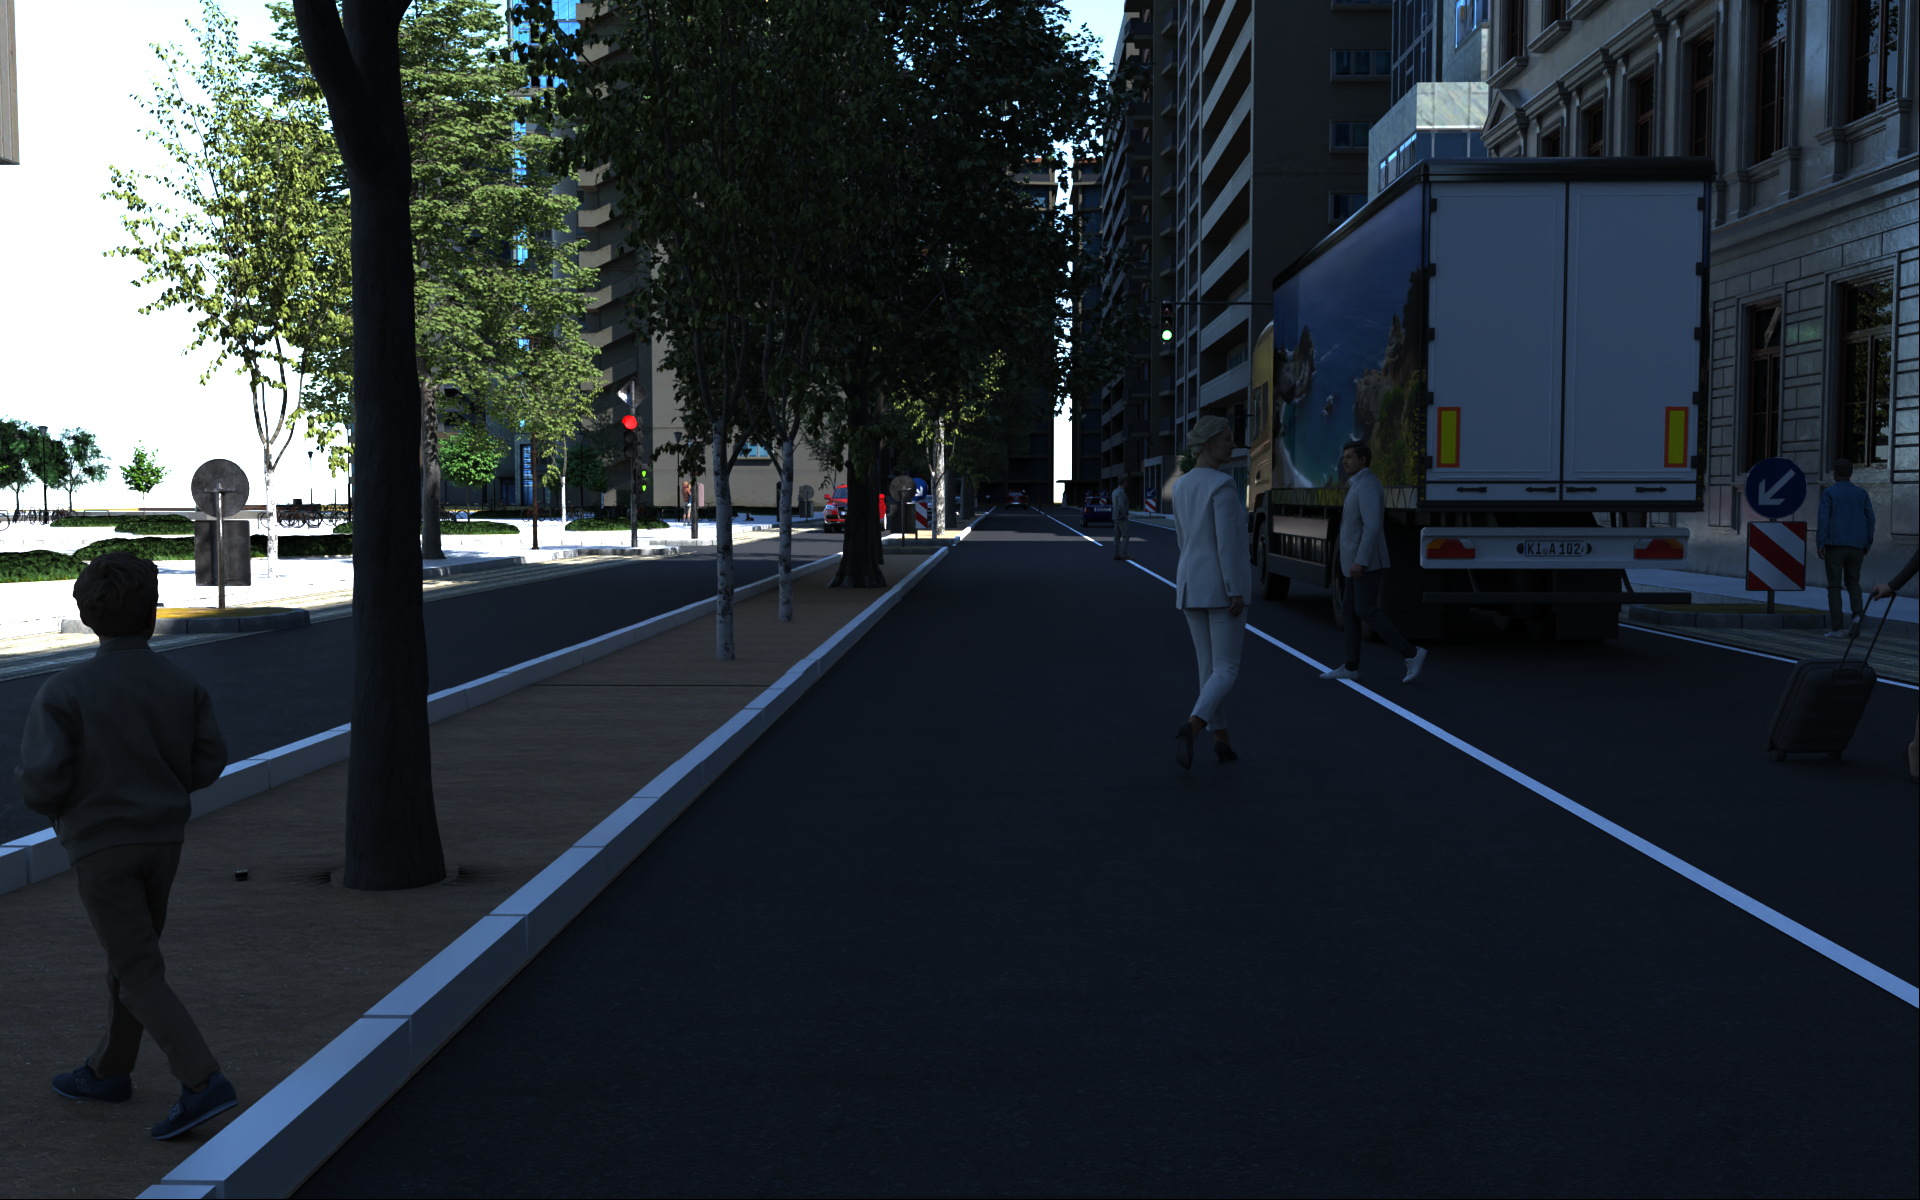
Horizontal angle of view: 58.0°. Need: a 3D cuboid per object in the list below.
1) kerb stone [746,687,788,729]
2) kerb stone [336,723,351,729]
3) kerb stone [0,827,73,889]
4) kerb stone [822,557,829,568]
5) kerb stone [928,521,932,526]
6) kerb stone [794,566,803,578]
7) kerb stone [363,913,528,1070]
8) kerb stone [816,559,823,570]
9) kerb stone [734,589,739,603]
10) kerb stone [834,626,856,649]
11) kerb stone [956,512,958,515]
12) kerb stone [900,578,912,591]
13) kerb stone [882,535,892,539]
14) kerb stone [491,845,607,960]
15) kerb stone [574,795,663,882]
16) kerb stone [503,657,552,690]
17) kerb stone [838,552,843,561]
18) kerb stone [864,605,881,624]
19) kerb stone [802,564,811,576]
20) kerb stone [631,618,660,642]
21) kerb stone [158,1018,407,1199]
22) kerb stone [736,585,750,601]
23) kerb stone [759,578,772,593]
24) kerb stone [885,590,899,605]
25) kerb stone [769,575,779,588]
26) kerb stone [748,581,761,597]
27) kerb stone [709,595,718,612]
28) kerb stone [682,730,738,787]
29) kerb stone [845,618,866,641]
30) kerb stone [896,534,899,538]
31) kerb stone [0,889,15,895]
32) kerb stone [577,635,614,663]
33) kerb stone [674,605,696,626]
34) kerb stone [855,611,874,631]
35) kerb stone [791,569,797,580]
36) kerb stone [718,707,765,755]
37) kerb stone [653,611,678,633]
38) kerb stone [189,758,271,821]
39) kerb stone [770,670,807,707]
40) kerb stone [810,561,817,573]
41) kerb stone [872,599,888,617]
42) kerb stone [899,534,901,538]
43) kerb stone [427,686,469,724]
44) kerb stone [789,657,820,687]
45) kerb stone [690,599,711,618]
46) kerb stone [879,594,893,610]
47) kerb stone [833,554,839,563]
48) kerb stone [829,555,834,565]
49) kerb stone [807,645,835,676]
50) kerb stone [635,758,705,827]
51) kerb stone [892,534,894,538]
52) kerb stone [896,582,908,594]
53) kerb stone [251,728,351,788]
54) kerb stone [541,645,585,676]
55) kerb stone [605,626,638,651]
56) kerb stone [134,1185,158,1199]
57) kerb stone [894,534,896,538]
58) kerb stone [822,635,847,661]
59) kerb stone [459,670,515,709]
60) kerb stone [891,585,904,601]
[{"bbox_3d":[-1.224,0.693,10.906,0.120,0.150,1.000,0,4,2],"label":"kerb stone"},{"bbox_3d":[-3.357,0.752,9.901,0.120,0.150,1.000,0,4,2],"label":"kerb stone"},{"bbox_3d":[-3.432,0.940,6.826,0.120,0.150,1.000,0,4,2],"label":"kerb stone"},{"bbox_3d":[-2.694,-0.690,33.479,0.120,0.150,1.000,0,4,2],"label":"kerb stone"},{"bbox_3d":[-1.333,-3.667,82.155,0.120,0.150,1.000,0,4,2],"label":"kerb stone"},{"bbox_3d":[-2.819,-0.437,29.385,0.120,0.150,1.000,0,4,2],"label":"kerb stone"},{"bbox_3d":[-1.396,1.066,4.768,0.120,0.150,1.000,0,4,2],"label":"kerb stone"},{"bbox_3d":[-2.726,-0.618,32.458,0.120,0.150,1.000,0,4,2],"label":"kerb stone"},{"bbox_3d":[-3.008,0.000,22.188,0.120,0.150,1.000,0,4,2],"label":"kerb stone"},{"bbox_3d":[-1.087,0.379,16.030,0.120,0.150,1.000,0,4,2],"label":"kerb stone"},{"bbox_3d":[-0.188,-6.175,123.162,0.120,0.150,1.000,0,4,2],"label":"kerb stone"},{"bbox_3d":[-0.825,-0.187,25.246,0.120,0.150,1.000,0,4,2],"label":"kerb stone"},{"bbox_3d":[-2.188,-1.786,51.462,0.120,0.150,1.000,0,4,2],"label":"kerb stone"},{"bbox_3d":[-1.365,1.003,5.790,0.120,0.150,1.000,0,4,2],"label":"kerb stone"},{"bbox_3d":[-1.340,0.941,6.812,0.120,0.150,1.000,0,4,2],"label":"kerb stone"},{"bbox_3d":[-3.269,0.564,12.970,0.120,0.150,1.000,0,4,2],"label":"kerb stone"},{"bbox_3d":[-2.611,-0.876,36.549,0.120,0.150,1.000,0,4,2],"label":"kerb stone"},{"bbox_3d":[-0.995,0.189,19.104,0.120,0.150,1.000,0,4,2],"label":"kerb stone"},{"bbox_3d":[-2.786,-0.502,30.410,0.120,0.150,1.000,0,4,2],"label":"kerb stone"},{"bbox_3d":[-3.146,0.315,17.073,0.120,0.150,1.000,0,4,2],"label":"kerb stone"},{"bbox_3d":[-1.421,1.129,3.741,0.120,0.150,1.000,0,4,2],"label":"kerb stone"},{"bbox_3d":[-2.987,-0.062,23.213,0.120,0.150,1.000,0,4,2],"label":"kerb stone"},{"bbox_3d":[-2.915,-0.188,25.263,0.120,0.150,1.000,0,4,2],"label":"kerb stone"},{"bbox_3d":[-0.909,0.001,22.171,0.120,0.150,1.000,0,4,2],"label":"kerb stone"},{"bbox_3d":[-2.892,-0.248,26.299,0.120,0.150,1.000,0,4,2],"label":"kerb stone"},{"bbox_3d":[-2.954,-0.123,24.235,0.120,0.150,1.000,0,4,2],"label":"kerb stone"},{"bbox_3d":[-3.040,0.066,21.165,0.120,0.150,1.000,0,4,2],"label":"kerb stone"},{"bbox_3d":[-1.285,0.820,8.856,0.120,0.150,1.000,0,4,2],"label":"kerb stone"},{"bbox_3d":[-1.053,0.315,17.052,0.120,0.150,1.000,0,4,2],"label":"kerb stone"},{"bbox_3d":[-2.104,-1.978,54.529,0.120,0.150,1.000,0,4,2],"label":"kerb stone"},{"bbox_3d":[-3.472,1.006,5.805,0.120,0.150,1.000,0,4,2],"label":"kerb stone"},{"bbox_3d":[-3.200,0.439,15.019,0.120,0.150,1.000,0,4,2],"label":"kerb stone"},{"bbox_3d":[-3.091,0.188,19.118,0.120,0.150,1.000,0,4,2],"label":"kerb stone"},{"bbox_3d":[-1.024,0.252,18.074,0.120,0.150,1.000,0,4,2],"label":"kerb stone"},{"bbox_3d":[-2.837,-0.376,28.362,0.120,0.150,1.000,0,4,2],"label":"kerb stone"},{"bbox_3d":[-1.257,0.761,9.880,0.120,0.150,1.000,0,4,2],"label":"kerb stone"},{"bbox_3d":[-3.124,0.251,18.095,0.120,0.150,1.000,0,4,2],"label":"kerb stone"},{"bbox_3d":[-3.408,0.877,7.854,0.120,0.150,1.000,0,4,2],"label":"kerb stone"},{"bbox_3d":[-1.193,0.628,11.927,0.120,0.150,1.000,0,4,2],"label":"kerb stone"},{"bbox_3d":[-2.753,-0.565,31.431,0.120,0.150,1.000,0,4,2],"label":"kerb stone"},{"bbox_3d":[-0.967,0.127,20.126,0.120,0.150,1.000,0,4,2],"label":"kerb stone"},{"bbox_3d":[-2.076,-2.040,55.551,0.120,0.150,1.000,0,4,2],"label":"kerb stone"},{"bbox_3d":[-3.329,0.689,10.925,0.120,0.150,1.000,0,4,2],"label":"kerb stone"},{"bbox_3d":[-1.179,0.566,12.949,0.120,0.150,1.000,0,4,2],"label":"kerb stone"},{"bbox_3d":[-3.075,0.126,20.144,0.120,0.150,1.000,0,4,2],"label":"kerb stone"},{"bbox_3d":[-0.941,0.064,21.150,0.120,0.150,1.000,0,4,2],"label":"kerb stone"},{"bbox_3d":[-2.639,-0.811,35.524,0.120,0.150,1.000,0,4,2],"label":"kerb stone"},{"bbox_3d":[-2.665,-0.753,34.502,0.120,0.150,1.000,0,4,2],"label":"kerb stone"},{"bbox_3d":[-1.138,0.502,13.984,0.120,0.150,1.000,0,4,2],"label":"kerb stone"},{"bbox_3d":[-1.315,0.878,7.834,0.120,0.150,1.000,0,4,2],"label":"kerb stone"},{"bbox_3d":[-2.163,-1.851,52.484,0.120,0.150,1.000,0,4,2],"label":"kerb stone"},{"bbox_3d":[-0.857,-0.122,24.220,0.120,0.150,1.000,0,4,2],"label":"kerb stone"},{"bbox_3d":[-3.379,0.814,8.879,0.120,0.150,1.000,0,4,2],"label":"kerb stone"},{"bbox_3d":[-3.237,0.501,13.998,0.120,0.150,1.000,0,4,2],"label":"kerb stone"},{"bbox_3d":[-3.177,0.376,16.052,0.120,0.150,1.000,0,4,2],"label":"kerb stone"},{"bbox_3d":[-1.454,1.191,2.719,0.120,0.150,1.000,0,4,2],"label":"kerb stone"},{"bbox_3d":[-2.134,-1.915,53.507,0.120,0.150,1.000,0,4,2],"label":"kerb stone"},{"bbox_3d":[-1.110,0.440,15.006,0.120,0.150,1.000,0,4,2],"label":"kerb stone"},{"bbox_3d":[-3.293,0.630,11.948,0.120,0.150,1.000,0,4,2],"label":"kerb stone"},{"bbox_3d":[-0.870,-0.061,23.198,0.120,0.150,1.000,0,4,2],"label":"kerb stone"}]
